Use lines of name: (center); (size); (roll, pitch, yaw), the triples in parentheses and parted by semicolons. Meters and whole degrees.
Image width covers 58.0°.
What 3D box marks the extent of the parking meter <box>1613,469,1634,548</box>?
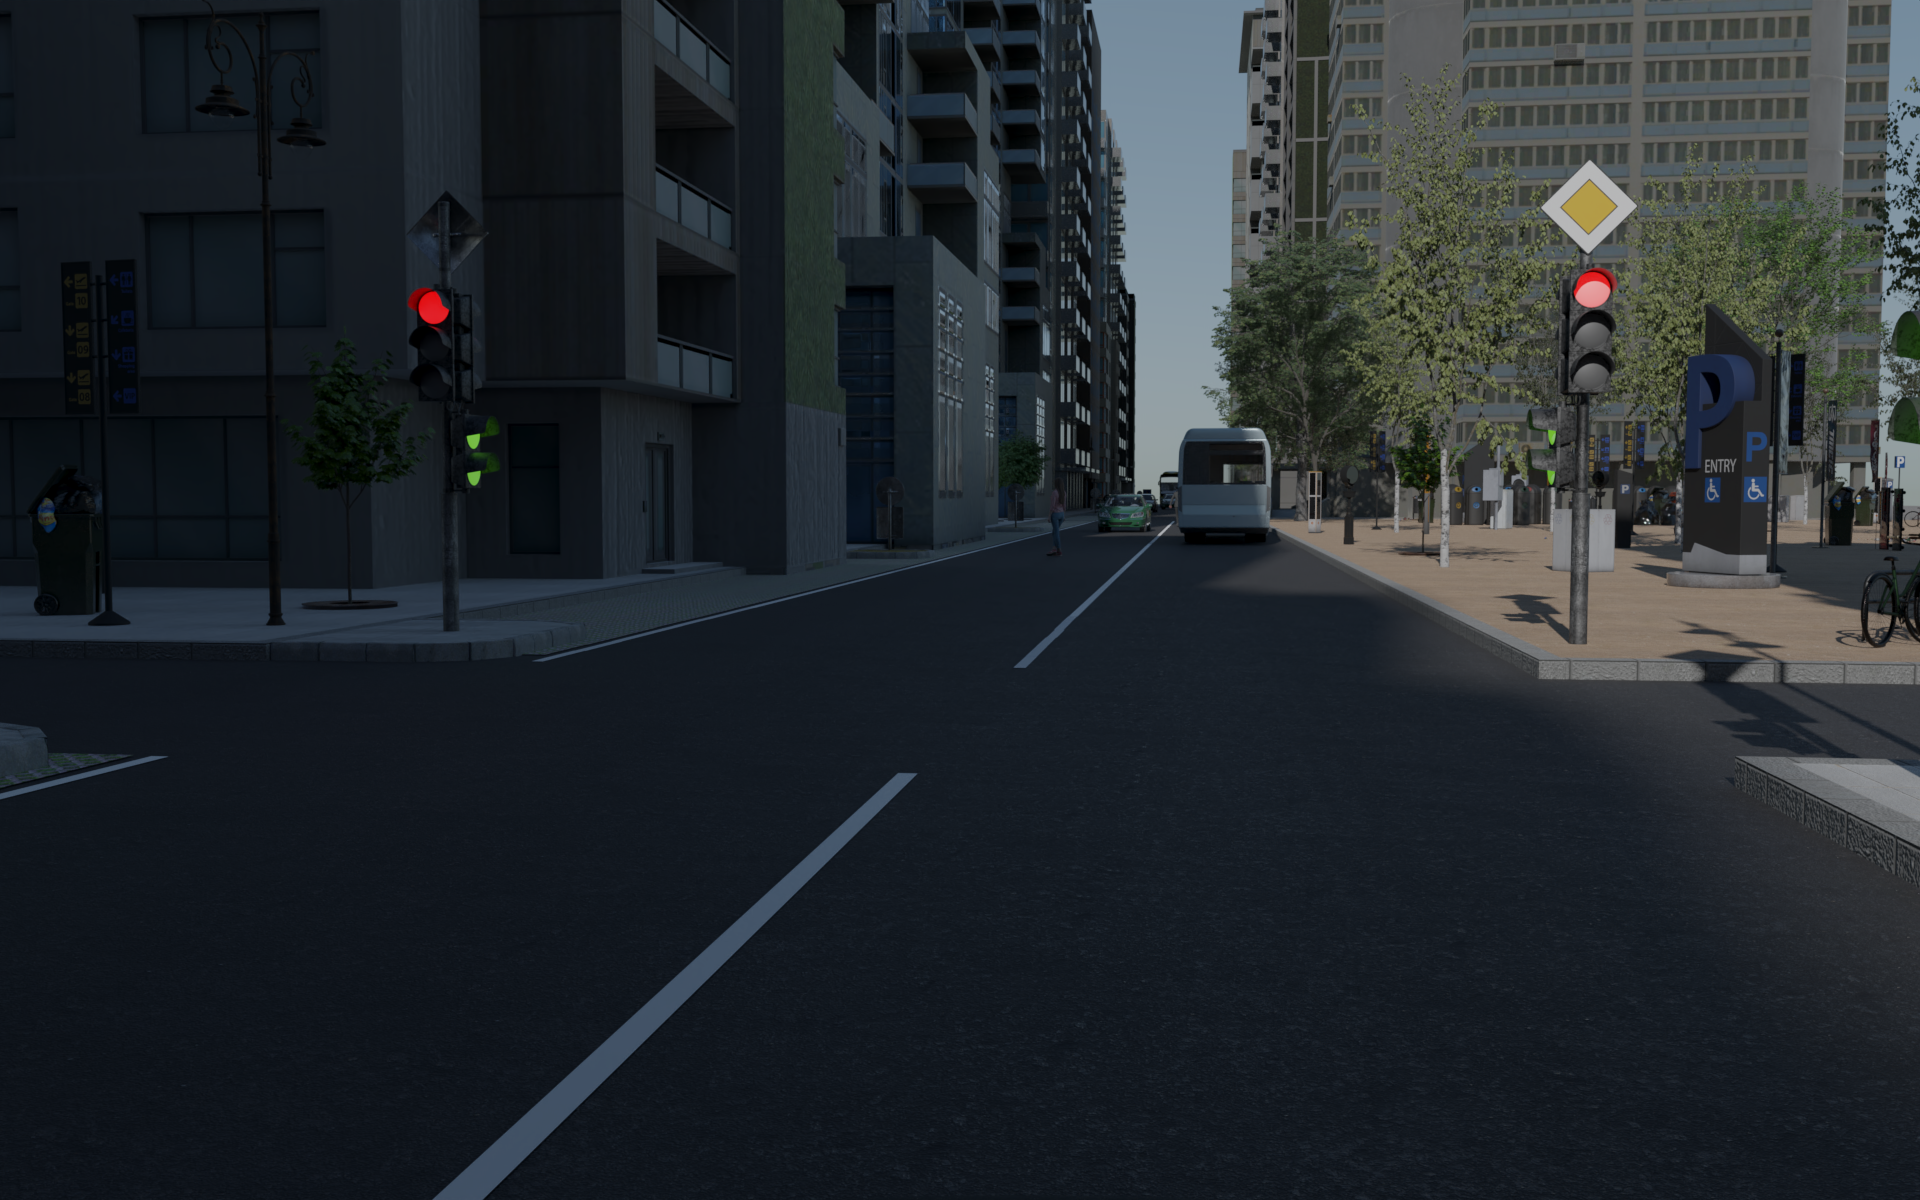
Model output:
parking meter: (15.720, -2.162, 41.053); (0.399, 1.863, 0.255); (0, 4, -1)

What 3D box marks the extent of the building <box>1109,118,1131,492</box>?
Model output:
building: (9.498, -36.657, 218.957); (23.786, 49.044, 30.456); (0, 4, 8)

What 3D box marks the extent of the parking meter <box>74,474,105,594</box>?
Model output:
parking meter: (-11.200, -0.846, 22.249); (0.372, 1.533, 0.369); (0, 3, 0)

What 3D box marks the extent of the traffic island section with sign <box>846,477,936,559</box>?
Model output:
traffic island section with sign: (-1.602, -1.853, 38.917); (1.989, 1.847, 2.006); (0, 4, 8)

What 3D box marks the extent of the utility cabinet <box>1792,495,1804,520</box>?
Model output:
utility cabinet: (41.050, -4.507, 84.857); (1.020, 1.237, 0.306); (-3, 4, -38)

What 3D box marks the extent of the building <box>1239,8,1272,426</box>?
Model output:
building: (44.388, -36.457, 185.311); (28.713, 52.752, 27.495); (0, 4, 8)

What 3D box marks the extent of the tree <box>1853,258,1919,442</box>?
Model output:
tree: (28.686, -6.160, 51.086); (4.360, 8.622, 3.978); (0, 3, 0)

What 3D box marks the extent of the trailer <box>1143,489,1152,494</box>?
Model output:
trailer: (21.961, -12.007, 203.368); (1.471, 1.999, 3.904); (0, 4, 7)

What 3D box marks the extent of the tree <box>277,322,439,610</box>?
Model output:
tree: (-6.968, -1.518, 19.427); (1.663, 3.219, 1.824); (0, 3, 0)

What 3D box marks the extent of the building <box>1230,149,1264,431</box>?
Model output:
building: (39.485, -32.033, 207.329); (14.154, 41.232, 14.086); (0, 4, 8)

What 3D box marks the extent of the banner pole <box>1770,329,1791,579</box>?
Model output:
banner pole: (12.563, -2.233, 26.525); (0.401, 3.779, 0.863); (3, 5, 41)

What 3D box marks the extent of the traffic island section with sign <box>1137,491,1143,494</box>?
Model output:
traffic island section with sign: (24.144, -13.087, 222.600); (1.989, 1.847, 2.006); (0, 4, 8)

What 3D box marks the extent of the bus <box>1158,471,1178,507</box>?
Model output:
bus: (22.955, -12.029, 188.224); (2.896, 3.916, 12.252); (0, 4, 6)

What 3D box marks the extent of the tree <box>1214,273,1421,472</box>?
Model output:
tree: (14.996, -8.439, 72.391); (8.767, 10.594, 7.601); (0, 4, 3)

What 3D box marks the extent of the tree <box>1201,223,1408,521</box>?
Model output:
tree: (16.432, -10.753, 82.465); (9.857, 13.997, 8.962); (0, 3, 0)

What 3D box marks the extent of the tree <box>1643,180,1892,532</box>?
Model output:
tree: (27.263, -8.139, 58.821); (9.928, 11.665, 9.643); (0, 3, 0)

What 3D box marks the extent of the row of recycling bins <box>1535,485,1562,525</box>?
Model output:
row of recycling bins: (23.826, -4.072, 73.688); (3.534, 1.692, 1.069); (2, 4, 34)

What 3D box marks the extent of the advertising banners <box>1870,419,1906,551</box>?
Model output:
advertising banners: (21.339, -2.673, 39.891); (0.090, 3.025, 2.074); (0, 4, 8)

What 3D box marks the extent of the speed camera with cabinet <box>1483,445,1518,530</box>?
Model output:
speed camera with cabinet: (19.549, -4.195, 62.922); (0.660, 3.252, 2.038); (2, 4, 32)

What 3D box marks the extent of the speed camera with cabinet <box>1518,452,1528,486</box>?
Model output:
speed camera with cabinet: (25.811, -5.364, 82.036); (2.038, 3.252, 0.660); (2, 4, 29)

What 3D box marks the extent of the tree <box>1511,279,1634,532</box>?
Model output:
tree: (20.311, -6.623, 58.645); (4.360, 8.622, 3.978); (0, 3, 0)

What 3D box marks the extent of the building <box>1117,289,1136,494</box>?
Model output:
building: (17.101, -28.698, 240.919); (14.160, 30.474, 14.107); (0, 4, 8)

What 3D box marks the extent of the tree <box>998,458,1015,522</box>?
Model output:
tree: (1.446, -5.293, 81.142); (1.663, 3.219, 1.824); (0, 3, 0)

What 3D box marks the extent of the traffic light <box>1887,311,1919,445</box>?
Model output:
traffic light: (4.162, -1.094, 6.802); (0.839, 4.253, 0.868); (0, 4, 8)

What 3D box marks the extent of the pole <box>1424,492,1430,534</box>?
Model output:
pole: (14.878, -3.752, 55.190); (0.158, 3.312, 0.155); (0, 3, 0)

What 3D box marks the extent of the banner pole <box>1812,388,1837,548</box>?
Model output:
banner pole: (20.437, -3.105, 40.788); (0.401, 3.779, 0.863); (0, 4, 3)

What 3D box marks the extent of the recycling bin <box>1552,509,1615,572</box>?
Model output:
recycling bin: (10.345, -0.990, 28.734); (0.722, 1.027, 0.722); (-1, 4, -19)

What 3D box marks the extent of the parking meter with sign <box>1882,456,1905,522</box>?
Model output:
parking meter with sign: (42.773, -5.132, 80.162); (0.543, 3.016, 1.738); (-1, 4, -18)

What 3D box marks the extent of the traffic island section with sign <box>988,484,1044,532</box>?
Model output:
traffic island section with sign: (2.141, -3.485, 65.612); (1.989, 1.847, 2.006); (0, 4, 8)

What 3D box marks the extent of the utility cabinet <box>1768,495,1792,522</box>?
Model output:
utility cabinet: (37.434, -4.172, 79.380); (0.306, 1.237, 1.020); (-3, 4, -36)

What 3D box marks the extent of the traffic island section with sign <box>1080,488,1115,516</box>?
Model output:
traffic island section with sign: (9.023, -6.491, 114.758); (1.989, 1.847, 2.006); (0, 4, 8)

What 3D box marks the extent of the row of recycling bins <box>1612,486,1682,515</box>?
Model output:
row of recycling bins: (34.056, -4.822, 85.952); (3.534, 1.692, 1.069); (-1, 4, -9)

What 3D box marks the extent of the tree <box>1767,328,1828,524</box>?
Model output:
tree: (35.766, -7.504, 73.056); (4.360, 8.622, 3.978); (0, 3, 0)

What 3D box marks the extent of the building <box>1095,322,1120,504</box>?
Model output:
building: (2.964, -21.099, 190.005); (27.650, 21.520, 28.899); (0, 4, 8)

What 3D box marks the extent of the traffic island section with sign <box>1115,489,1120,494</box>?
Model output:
traffic island section with sign: (12.773, -8.126, 141.483); (1.989, 1.847, 2.006); (0, 4, 8)

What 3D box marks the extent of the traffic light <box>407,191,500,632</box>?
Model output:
traffic light: (-4.745, -1.662, 16.093); (0.839, 4.253, 0.868); (0, 4, 8)

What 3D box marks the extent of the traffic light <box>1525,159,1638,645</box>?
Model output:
traffic light: (5.271, -1.577, 14.710); (0.839, 4.253, 0.868); (0, 4, 8)

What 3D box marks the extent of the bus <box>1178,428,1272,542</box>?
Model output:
bus: (8.449, -3.664, 54.770); (2.948, 3.499, 13.247); (1, 4, 9)

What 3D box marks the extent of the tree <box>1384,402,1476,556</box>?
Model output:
tree: (9.692, -2.562, 36.487); (1.663, 3.219, 1.824); (0, 3, 0)

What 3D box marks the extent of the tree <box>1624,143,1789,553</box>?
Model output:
tree: (15.971, -5.322, 37.378); (4.737, 8.622, 4.395); (0, 3, 0)

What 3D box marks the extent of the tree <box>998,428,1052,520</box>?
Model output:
tree: (2.965, -6.300, 86.715); (4.285, 4.588, 4.351); (0, 3, 0)

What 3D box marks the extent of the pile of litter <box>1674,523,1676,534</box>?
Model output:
pile of litter: (22.986, -2.466, 54.278); (1.719, 0.858, 1.176); (-3, 5, -42)

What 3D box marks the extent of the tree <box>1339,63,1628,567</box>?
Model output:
tree: (8.523, -4.865, 29.912); (4.737, 8.622, 4.395); (0, 3, 0)

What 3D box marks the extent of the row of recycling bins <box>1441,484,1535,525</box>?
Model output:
row of recycling bins: (21.652, -3.935, 71.448); (3.534, 1.692, 1.069); (0, 4, 6)

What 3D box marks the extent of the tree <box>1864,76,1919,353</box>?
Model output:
tree: (16.780, -4.774, 28.418); (4.737, 8.622, 4.395); (0, 3, 0)
